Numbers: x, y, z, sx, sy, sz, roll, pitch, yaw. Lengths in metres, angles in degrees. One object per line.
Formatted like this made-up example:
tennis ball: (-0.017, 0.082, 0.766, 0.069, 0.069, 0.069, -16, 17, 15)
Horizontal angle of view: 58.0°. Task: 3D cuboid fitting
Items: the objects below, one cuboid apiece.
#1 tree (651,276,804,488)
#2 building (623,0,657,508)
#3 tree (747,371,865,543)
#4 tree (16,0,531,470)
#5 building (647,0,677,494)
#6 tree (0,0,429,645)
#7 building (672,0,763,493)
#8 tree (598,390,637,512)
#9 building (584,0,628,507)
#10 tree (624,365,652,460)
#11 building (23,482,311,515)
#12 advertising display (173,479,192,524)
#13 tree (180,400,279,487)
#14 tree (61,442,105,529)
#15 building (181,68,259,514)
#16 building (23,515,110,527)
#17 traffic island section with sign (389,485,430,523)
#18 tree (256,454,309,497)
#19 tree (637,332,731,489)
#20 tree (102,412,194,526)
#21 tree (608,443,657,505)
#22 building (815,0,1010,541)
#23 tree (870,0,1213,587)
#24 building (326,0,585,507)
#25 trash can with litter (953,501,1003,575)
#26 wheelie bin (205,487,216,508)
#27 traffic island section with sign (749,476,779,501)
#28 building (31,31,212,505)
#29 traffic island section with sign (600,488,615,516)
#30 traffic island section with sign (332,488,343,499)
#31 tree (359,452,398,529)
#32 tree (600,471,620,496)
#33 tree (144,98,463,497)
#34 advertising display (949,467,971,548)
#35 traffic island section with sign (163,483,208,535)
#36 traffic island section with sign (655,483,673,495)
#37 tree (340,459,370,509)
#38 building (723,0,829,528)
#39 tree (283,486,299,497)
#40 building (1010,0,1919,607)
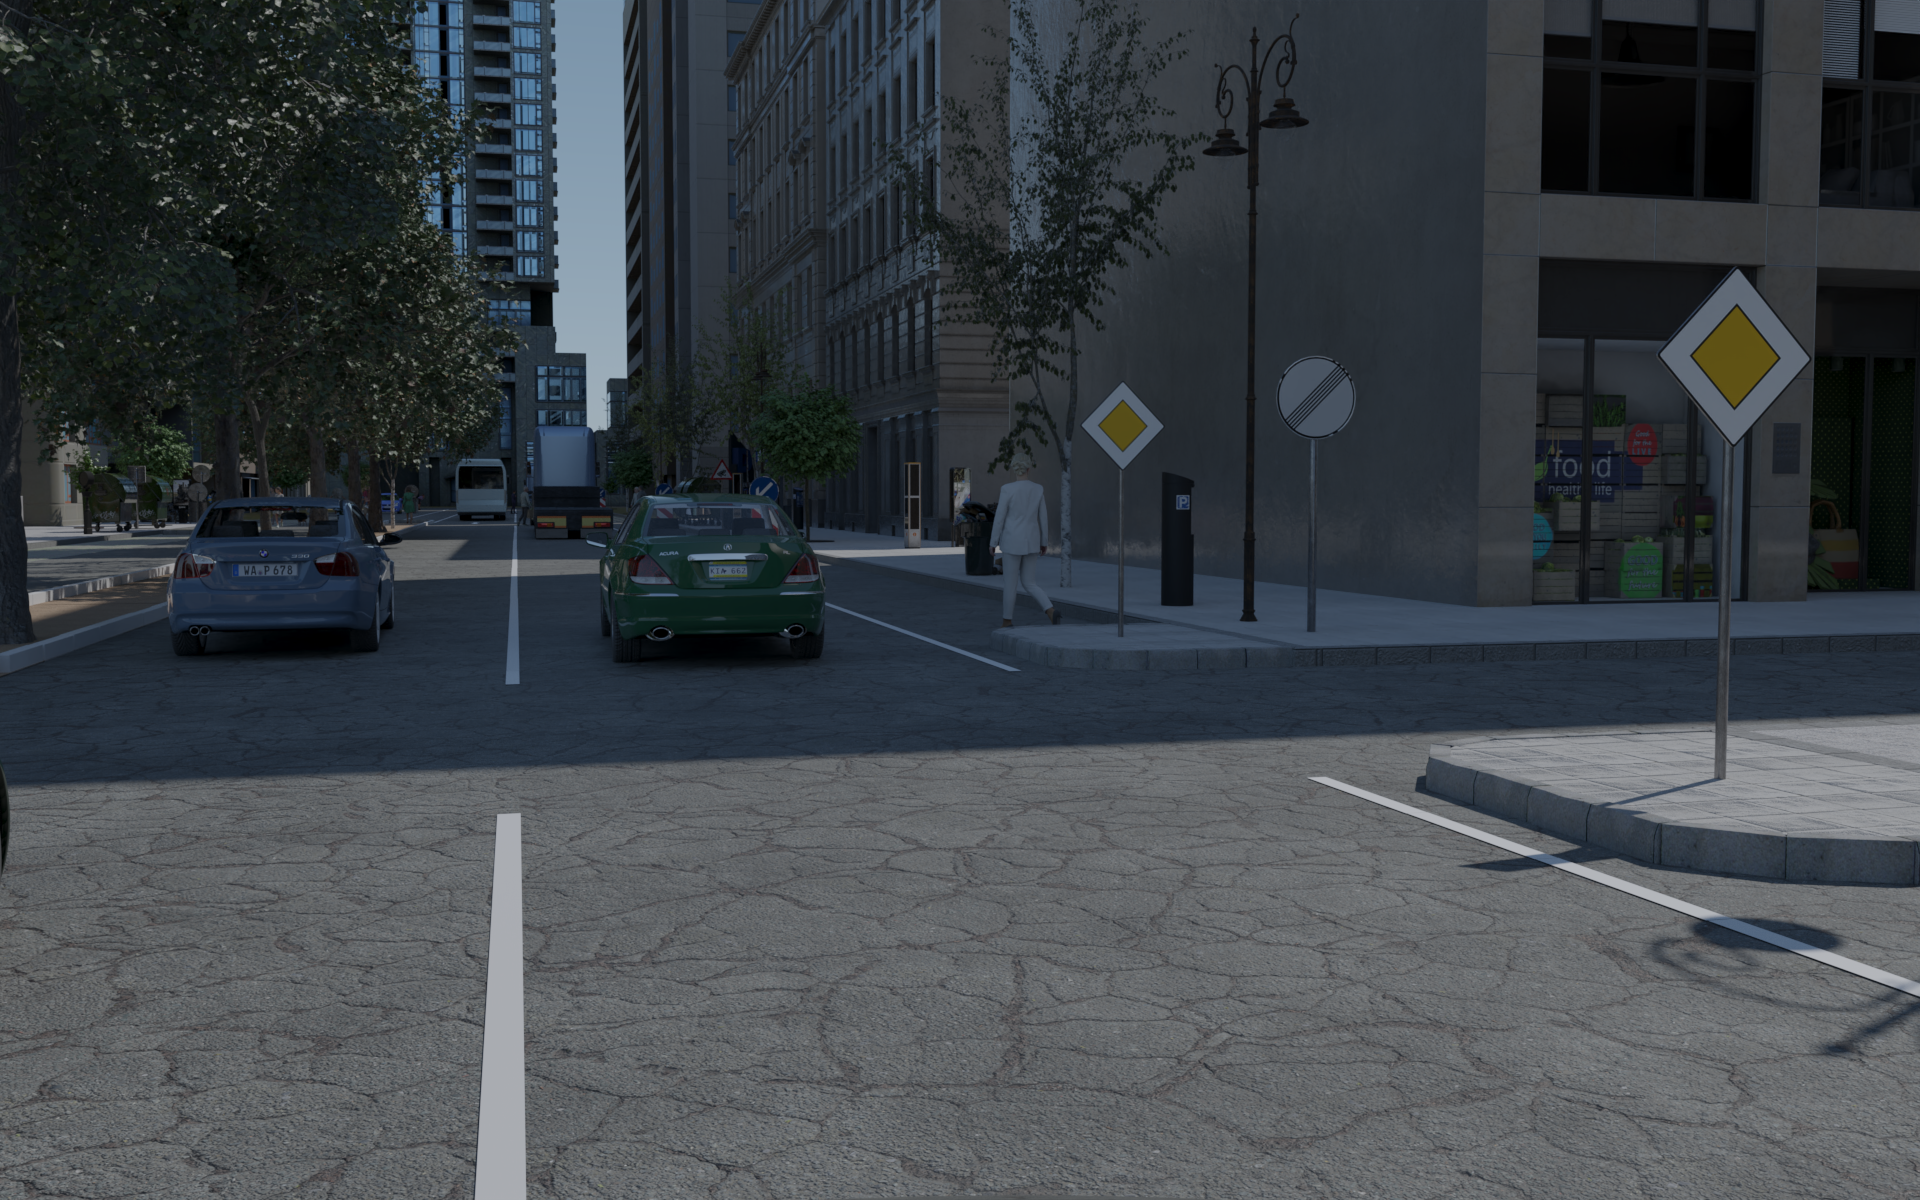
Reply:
tree: (-6.906, -6.564, 57.687, 4.737, 8.622, 4.395, 0, 3, 0)
building: (-17.825, -32.288, 151.605, 21.300, 48.544, 21.600, -1, 4, -14)
tree: (-4.089, -3.838, 46.473, 4.285, 4.588, 4.351, 0, 3, 0)
tree: (-11.893, -6.630, 27.870, 9.611, 12.733, 9.660, 0, 3, 0)
building: (-16.299, -29.522, 132.797, 14.600, 45.320, 14.200, -1, 4, -14)
tree: (-9.302, -6.556, 16.295, 9.857, 13.997, 8.962, 0, 3, 0)
building: (-8.068, -34.900, 112.612, 21.231, 58.520, 28.212, -1, 4, -14)
tree: (-23.526, -10.520, 122.371, 4.360, 8.622, 3.978, 0, 3, 0)
building: (-24.094, -53.401, 185.769, 31.000, 86.520, 22.319, -1, 4, -14)
tree: (-16.192, -8.776, 93.847, 4.737, 8.622, 4.395, 0, 3, 0)
building: (-67.175, -17.856, 136.991, 28.899, 21.520, 27.650, -1, 4, -14)
advertising display: (-33.878, -4.296, 75.461, 0.974, 1.923, 0.123, 1, 4, 22)
tree: (-37.321, -8.417, 87.980, 4.737, 8.622, 4.395, 0, 3, 0)
tree: (-32.402, -4.268, 64.383, 1.663, 3.219, 1.824, 0, 3, 0)
building: (-54.542, -28.362, 113.826, 14.600, 45.320, 14.200, -1, 4, -14)
building: (-47.641, -13.086, 58.989, 27.650, 21.520, 28.899, -1, 4, -14)
traffic island section with sign: (-27.101, -4.730, 85.477, 2.006, 1.907, 1.989, -1, 4, -14)
tree: (-41.052, -7.450, 105.525, 4.285, 4.588, 4.351, 0, 3, 0)
tree: (-12.372, -7.824, 78.292, 4.360, 8.622, 3.978, 0, 3, 0)
tree: (-32.750, -5.275, 69.965, 4.285, 4.588, 4.351, 0, 3, 0)
tree: (-20.815, -7.768, 110.727, 4.285, 4.588, 4.351, 0, 3, 0)
building: (1.721, -12.658, 56.113, 9.793, 20.994, 18.267, -1, 4, -14)
tree: (1.228, -4.484, 23.675, 4.360, 8.622, 3.978, 0, 3, 0)
building: (-55.064, -52.948, 178.379, 31.000, 86.520, 22.319, -1, 4, -14)
trash can with litter: (0.454, -0.987, 27.530, 1.055, 1.170, 0.624, -3, 5, -42)
wheelie bin: (-34.428, -4.397, 79.799, 0.693, 1.594, 0.980, -2, 4, -26)
traffic island section with sign: (-4.665, -1.884, 39.426, 1.989, 1.847, 2.006, -1, 4, -14)
building: (-56.396, -30.728, 91.638, 28.713, 52.752, 27.495, -1, 4, -14)
traffic island section with sign: (-23.866, -6.465, 114.330, 1.989, 1.847, 2.006, -1, 4, -14)
traffic island section with sign: (-39.533, -6.208, 110.135, 1.989, 1.847, 2.006, -1, 4, -14)
tree: (-23.431, -7.247, 71.302, 4.360, 8.622, 3.978, 0, 3, 0)
tree: (-29.559, -9.333, 147.199, 1.663, 3.219, 1.824, 0, 3, 0)
tree: (-14.524, -6.077, 36.232, 8.767, 10.594, 7.601, -1, 4, -14)
advertising display: (0.010, -2.245, 41.927, 0.123, 1.923, 0.974, 2, 4, 26)
traffic island section with sign: (-27.079, -3.234, 61.498, 1.989, 1.847, 2.006, -1, 4, -14)
traffic island section with sign: (-11.352, -3.481, 65.541, 1.989, 1.847, 2.006, -1, 4, -14)
tree: (-52.368, -10.226, 150.915, 4.285, 4.588, 4.351, 0, 3, 0)
building: (-2.895, -17.144, 77.570, 12.463, 27.353, 25.104, -1, 4, -14)
tree: (-43.482, -9.952, 113.075, 4.737, 8.622, 4.395, 0, 3, 0)
building: (19.938, -13.930, 32.278, 34.151, 26.468, 19.350, -1, 4, -14)
